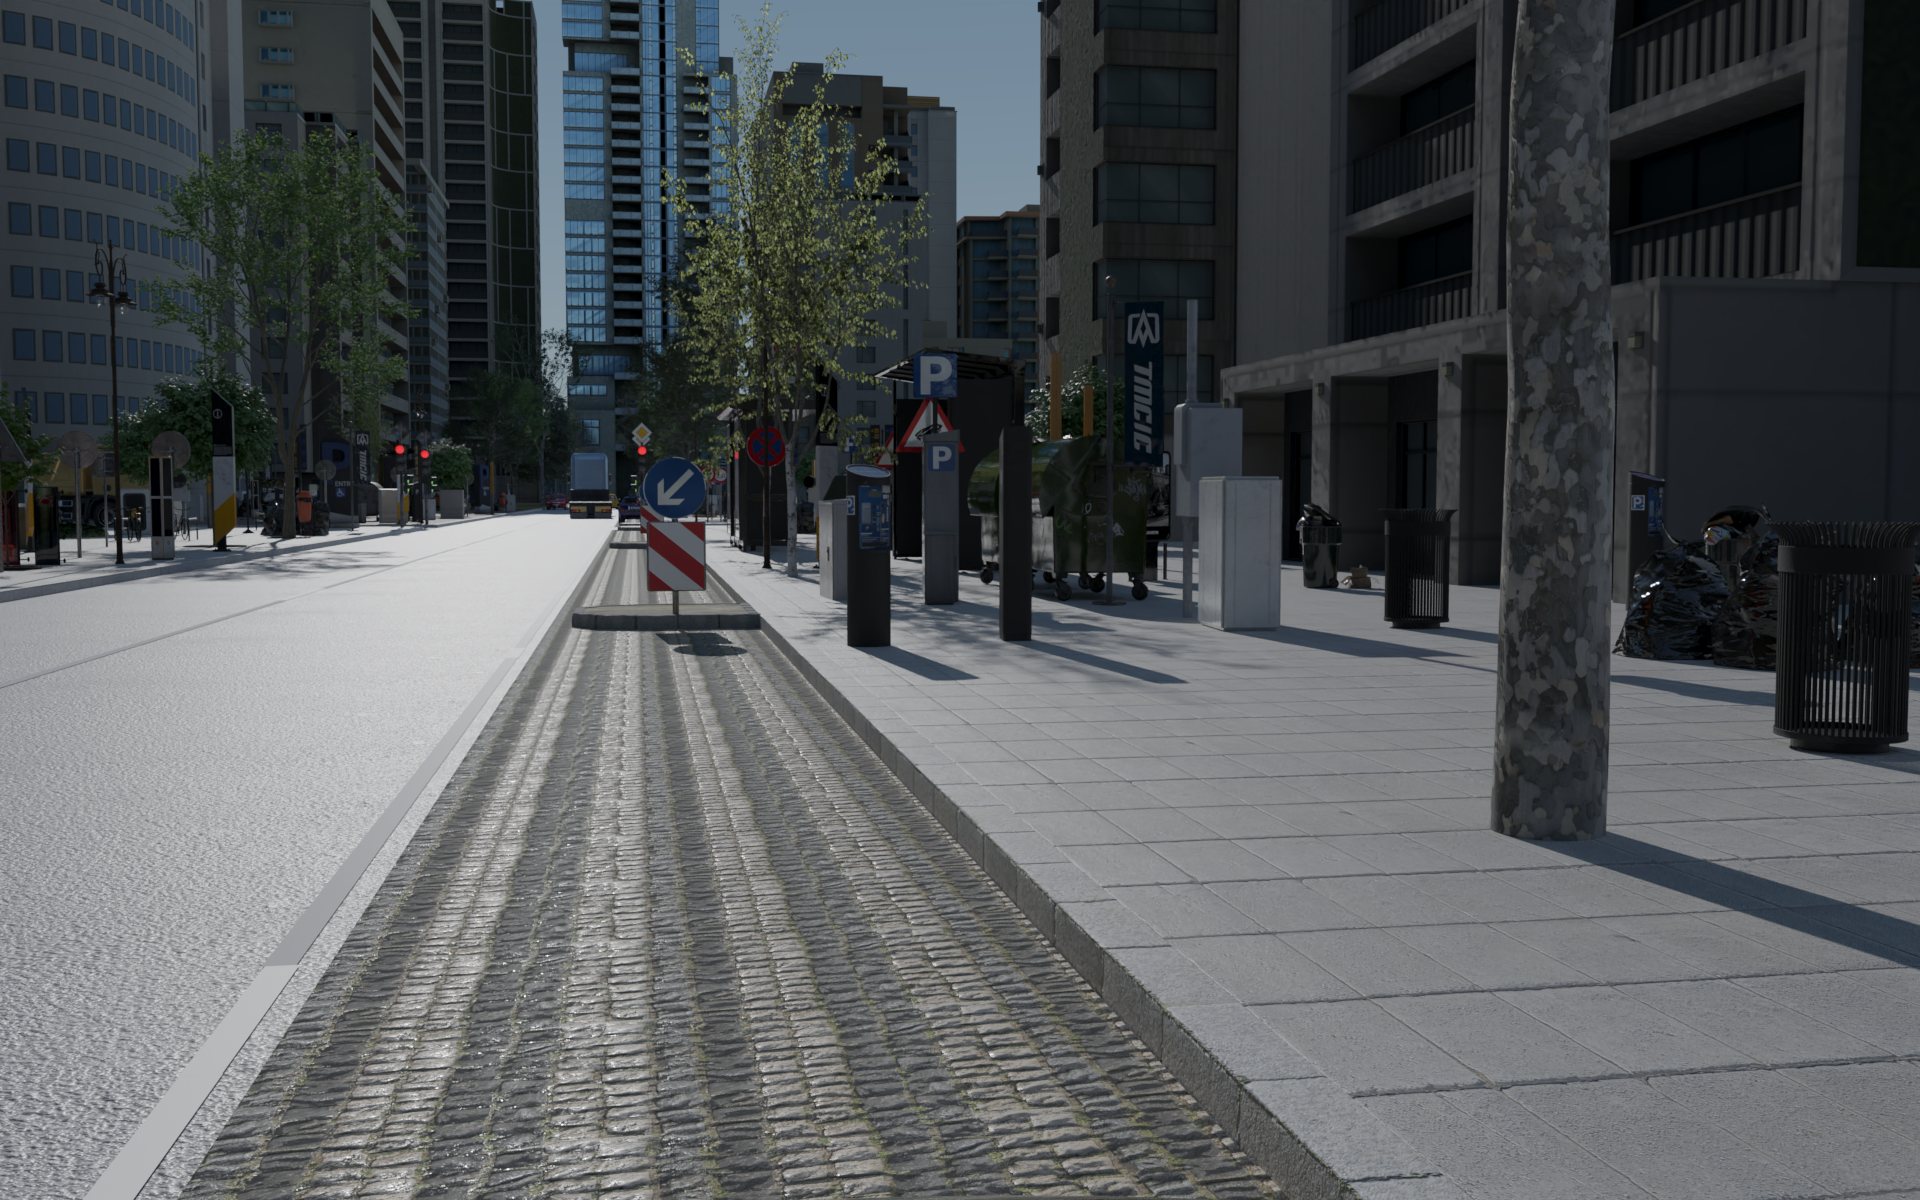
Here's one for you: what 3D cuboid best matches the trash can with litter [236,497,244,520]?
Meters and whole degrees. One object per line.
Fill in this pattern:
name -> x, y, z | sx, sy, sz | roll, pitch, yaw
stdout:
trash can with litter -> -36.315, -4.553, 85.495 | 1.678, 1.210, 2.233 | 2, 4, 30

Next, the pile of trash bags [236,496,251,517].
pile of trash bags -> -40.223, -5.278, 96.048 | 1.912, 1.369, 3.447 | 1, 4, 10

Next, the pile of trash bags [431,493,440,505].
pile of trash bags -> -40.171, -7.411, 130.927 | 3.447, 1.369, 1.912 | 3, 5, 41

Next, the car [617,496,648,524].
car -> -15.827, -4.418, 84.813 | 1.945, 1.354, 3.894 | -1, 4, -9

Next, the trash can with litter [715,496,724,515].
trash can with litter -> -14.414, -5.708, 104.718 | 0.624, 1.170, 1.055 | 1, 4, 15

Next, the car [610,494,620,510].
car -> -32.460, -9.174, 160.223 | 2.015, 1.641, 3.980 | -1, 4, -10

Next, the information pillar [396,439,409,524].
information pillar -> -23.695, -5.030, 73.590 | 0.504, 3.616, 0.183 | -3, 5, -39

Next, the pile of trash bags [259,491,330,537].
pile of trash bags -> -20.411, -2.670, 53.413 | 1.912, 1.369, 3.447 | -2, 4, -29

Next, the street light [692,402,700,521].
street light -> -10.390, -5.829, 68.093 | 0.468, 5.910, 1.993 | -1, 4, -11

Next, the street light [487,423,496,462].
street light -> -30.623, -8.598, 113.372 | 0.468, 5.910, 1.993 | -1, 4, -11

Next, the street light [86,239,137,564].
street light -> -15.418, -3.598, 31.610 | 0.468, 5.910, 1.993 | -1, 4, -11

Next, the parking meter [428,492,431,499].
parking meter -> -33.522, -6.163, 109.177 | 0.372, 1.533, 0.369 | 0, 3, 0

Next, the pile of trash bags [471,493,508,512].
pile of trash bags -> -33.928, -7.141, 126.502 | 1.912, 1.369, 3.447 | -3, 4, -36

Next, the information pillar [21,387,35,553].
information pillar -> -20.347, -2.841, 37.807 | 0.183, 3.616, 0.504 | -3, 4, -38

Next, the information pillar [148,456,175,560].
information pillar -> -15.511, -1.783, 33.650 | 0.304, 2.012, 0.304 | 1, 4, 17

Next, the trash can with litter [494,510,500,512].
trash can with litter -> -32.888, -6.756, 121.514 | 2.233, 1.210, 1.678 | -3, 5, -43

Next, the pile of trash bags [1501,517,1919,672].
pile of trash bags -> 5.748, -0.213, 13.228 | 3.447, 1.369, 1.912 | -1, 4, -13

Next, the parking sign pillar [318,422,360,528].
parking sign pillar -> -23.446, -4.702, 65.345 | 1.447, 3.967, 1.447 | -2, 4, -33

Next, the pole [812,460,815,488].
pole -> -8.695, -6.677, 103.012 | 0.158, 3.312, 0.155 | 0, 3, 0

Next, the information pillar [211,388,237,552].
information pillar -> -16.351, -2.881, 38.457 | 0.504, 3.616, 0.183 | 0, 4, 6

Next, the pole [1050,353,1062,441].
pole -> 1.394, -1.920, 25.230 | 0.158, 3.312, 0.155 | 0, 3, 0

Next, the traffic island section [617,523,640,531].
traffic island section -> -12.467, -2.811, 68.239 | 2.009, 0.180, 2.903 | -1, 4, -11

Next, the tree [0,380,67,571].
tree -> -16.050, -2.127, 29.371 | 1.663, 3.219, 1.824 | 0, 3, 0

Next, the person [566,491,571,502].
person -> -43.330, -11.265, 192.689 | 1.348, 1.823, 0.705 | 1, 4, 10

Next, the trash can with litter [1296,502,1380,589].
trash can with litter -> 5.166, -0.753, 23.691 | 1.055, 1.170, 0.624 | 0, 4, 1

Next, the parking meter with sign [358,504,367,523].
parking meter with sign -> -26.736, -4.866, 75.821 | 0.543, 3.016, 1.738 | 1, 4, 20

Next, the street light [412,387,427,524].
street light -> -23.419, -6.264, 75.211 | 0.468, 5.910, 1.993 | -1, 4, -11

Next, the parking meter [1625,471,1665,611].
parking meter -> 7.507, -0.646, 18.975 | 0.372, 1.533, 0.369 | 0, 3, 0

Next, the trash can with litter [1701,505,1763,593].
trash can with litter -> 7.644, -0.372, 17.477 | 0.624, 1.170, 1.055 | 0, 4, 2

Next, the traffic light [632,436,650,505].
traffic light -> -13.980, -5.324, 75.966 | 0.839, 4.253, 0.868 | -1, 4, -11

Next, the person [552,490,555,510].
person -> -37.585, -9.278, 160.175 | 0.705, 1.826, 1.348 | 0, 4, -8

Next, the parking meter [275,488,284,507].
parking meter -> -28.973, -3.996, 73.752 | 0.372, 1.533, 0.369 | 0, 3, 0

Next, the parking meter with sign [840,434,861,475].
parking meter with sign -> -3.201, -3.254, 49.461 | 0.543, 3.016, 1.738 | 0, 4, 3

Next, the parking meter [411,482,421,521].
parking meter -> -25.552, -4.626, 81.349 | 0.255, 1.863, 0.399 | 3, 5, 44

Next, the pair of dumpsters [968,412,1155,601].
pair of dumpsters -> 1.275, -1.236, 22.704 | 1.574, 2.255, 4.437 | -1, 4, -10

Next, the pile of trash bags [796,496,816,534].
pile of trash bags -> -5.655, -2.835, 56.109 | 1.912, 1.369, 3.447 | 0, 4, 6

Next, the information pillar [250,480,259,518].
information pillar -> -37.083, -5.295, 91.068 | 0.304, 2.012, 0.304 | -3, 5, -43

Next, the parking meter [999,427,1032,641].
parking meter -> 0.488, -0.582, 15.230 | 0.255, 1.863, 0.399 | 0, 4, -5

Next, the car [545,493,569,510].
car -> -36.580, -9.067, 157.282 | 2.155, 1.783, 4.494 | -1, 4, -10

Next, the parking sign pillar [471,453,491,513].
parking sign pillar -> -31.849, -7.765, 115.427 | 1.447, 3.967, 1.447 | 1, 4, 17

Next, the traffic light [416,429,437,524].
traffic light -> -22.884, -5.221, 74.288 | 0.839, 4.253, 0.868 | -1, 4, -11

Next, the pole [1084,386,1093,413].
pole -> 2.422, -2.381, 32.771 | 0.158, 3.312, 0.155 | 0, 3, 0

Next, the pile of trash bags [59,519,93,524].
pile of trash bags -> -39.259, -3.976, 74.762 | 3.447, 1.369, 1.912 | 1, 4, 10

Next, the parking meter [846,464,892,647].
parking meter -> -0.771, -0.380, 14.631 | 0.372, 1.533, 0.369 | 0, 3, 0

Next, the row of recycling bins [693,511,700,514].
row of recycling bins -> -17.637, -6.383, 111.479 | 1.069, 1.692, 3.534 | -2, 4, -29

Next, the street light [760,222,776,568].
street light -> -3.335, -3.484, 29.752 | 0.468, 5.910, 1.993 | -1, 4, -11

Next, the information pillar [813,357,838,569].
information pillar -> -2.305, -2.355, 29.858 | 0.183, 3.616, 0.504 | 3, 4, 38

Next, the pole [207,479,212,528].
pole -> -28.076, -4.339, 64.780 | 0.158, 3.312, 0.155 | 0, 3, 0

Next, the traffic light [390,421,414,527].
traffic light -> -21.412, -4.741, 66.439 | 0.839, 4.253, 0.868 | -1, 4, -11

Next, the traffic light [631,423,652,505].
traffic light -> -12.509, -4.844, 68.118 | 0.839, 4.253, 0.868 | -1, 4, -11

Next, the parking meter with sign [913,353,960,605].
parking meter with sign -> -0.260, -1.498, 20.753 | 0.543, 3.016, 1.738 | 0, 4, -3

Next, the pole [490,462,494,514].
pole -> -29.382, -7.026, 108.724 | 0.158, 3.312, 0.155 | 0, 3, 0

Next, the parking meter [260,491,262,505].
parking meter -> -44.522, -6.256, 110.694 | 0.372, 1.533, 0.369 | 0, 3, 0
